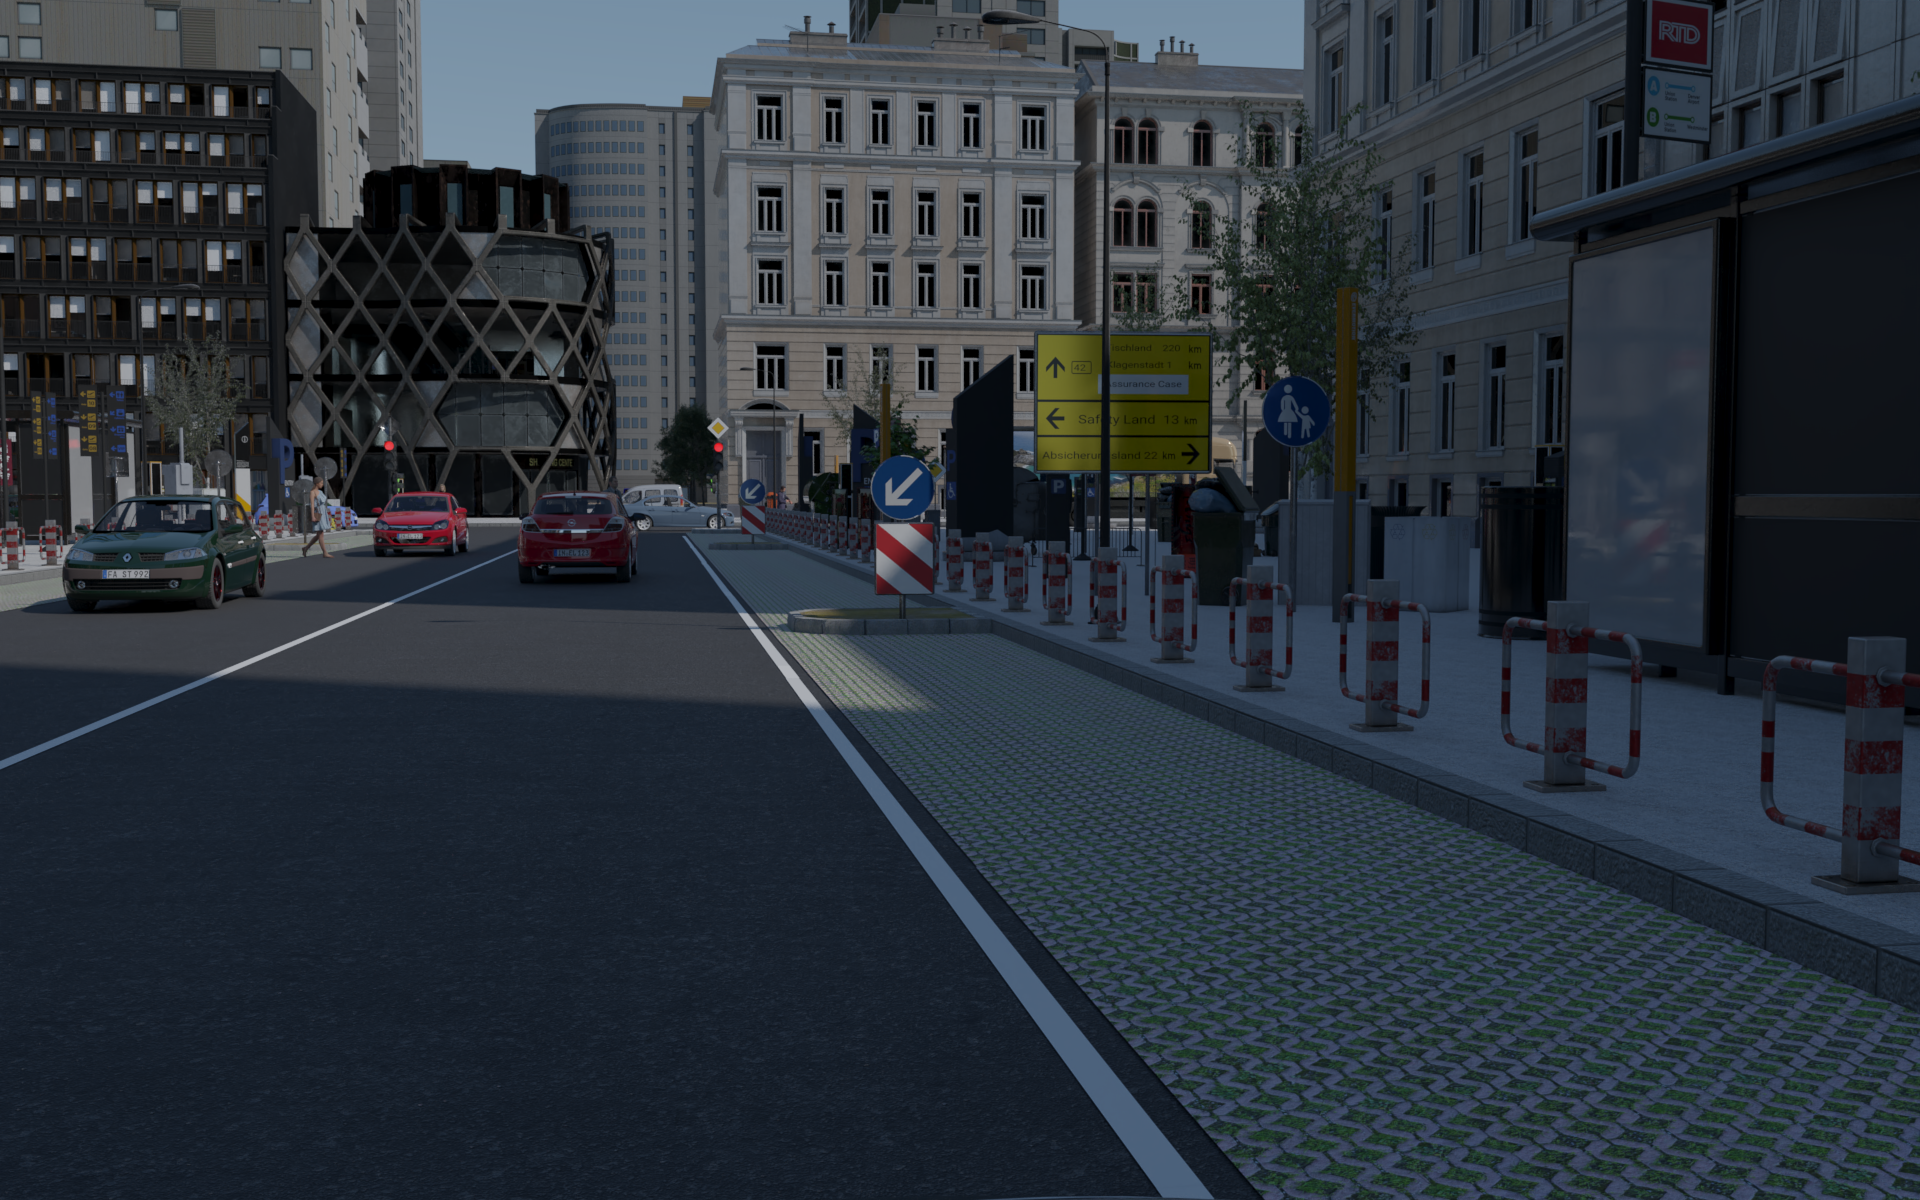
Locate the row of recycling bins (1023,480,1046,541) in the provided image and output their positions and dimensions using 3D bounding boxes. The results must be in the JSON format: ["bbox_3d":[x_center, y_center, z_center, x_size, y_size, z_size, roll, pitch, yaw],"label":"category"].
[{"bbox_3d":[1.444,-2.572,49.164,1.069,1.692,3.534,-2,4,-30],"label":"row of recycling bins"}]

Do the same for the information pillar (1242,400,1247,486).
[{"bbox_3d":[7.133,-3.188,43.482,0.183,3.616,0.504,0,4,5],"label":"information pillar"}]

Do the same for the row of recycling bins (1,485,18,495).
[{"bbox_3d":[-42.785,-4.233,76.317,1.069,1.692,3.534,2,4,24],"label":"row of recycling bins"}]

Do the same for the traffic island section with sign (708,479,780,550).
[{"bbox_3d":[-5.528,-2.224,44.991,1.989,1.847,2.006,-1,4,-10],"label":"traffic island section with sign"}]

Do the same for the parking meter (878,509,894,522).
[{"bbox_3d":[-1.885,-2.334,43.872,0.399,1.863,0.255,-2,4,-23],"label":"parking meter"}]

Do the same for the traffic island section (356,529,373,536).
[{"bbox_3d":[-20.174,-2.396,61.457,2.009,0.180,2.903,-1,4,-10],"label":"traffic island section"}]

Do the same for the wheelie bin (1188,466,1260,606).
[{"bbox_3d":[3.039,-0.742,20.032,0.693,1.594,0.980,2,4,26],"label":"wheelie bin"}]

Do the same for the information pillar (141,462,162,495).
[{"bbox_3d":[-18.363,-2.134,39.382,0.304,2.012,0.304,2,4,25],"label":"information pillar"}]

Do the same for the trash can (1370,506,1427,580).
[{"bbox_3d":[5.216,-0.561,20.819,0.748,1.137,0.748,0,3,0],"label":"trash can"}]

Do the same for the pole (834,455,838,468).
[{"bbox_3d":[-6.511,-5.956,91.229,0.158,3.312,0.155,0,3,0],"label":"pole"}]

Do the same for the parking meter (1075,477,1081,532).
[{"bbox_3d":[3.996,-3.211,58.212,0.255,1.863,0.399,-1,4,-11],"label":"parking meter"}]

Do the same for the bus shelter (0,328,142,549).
[{"bbox_3d":[-23.376,-4.089,44.489,2.179,5.291,8.768,-1,4,-10],"label":"bus shelter"}]

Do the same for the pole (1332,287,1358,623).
[{"bbox_3d":[3.835,-1.431,17.232,0.158,3.312,0.155,0,3,0],"label":"pole"}]

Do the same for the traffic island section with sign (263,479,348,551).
[{"bbox_3d":[-16.817,-2.185,44.356,1.989,1.847,2.006,-1,4,-10],"label":"traffic island section with sign"}]

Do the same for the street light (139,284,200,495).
[{"bbox_3d":[-17.519,-4.027,38.385,1.470,5.913,1.316,-1,4,-10],"label":"street light"}]

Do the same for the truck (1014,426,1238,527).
[{"bbox_3d":[6.764,-5.159,73.269,11.283,4.237,2.839,-1,4,-9],"label":"truck"}]

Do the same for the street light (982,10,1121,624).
[{"bbox_3d":[0.898,-2.712,16.884,1.470,5.913,1.316,-1,4,-10],"label":"street light"}]

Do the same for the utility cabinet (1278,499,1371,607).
[{"bbox_3d":[4.202,-0.540,19.990,1.020,1.237,0.306,1,4,19],"label":"utility cabinet"}]

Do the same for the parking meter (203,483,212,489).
[{"bbox_3d":[-38.316,-5.047,88.230,0.399,1.863,0.255,2,4,32],"label":"parking meter"}]

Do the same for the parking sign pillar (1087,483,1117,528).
[{"bbox_3d":[5.158,-4.679,64.975,1.447,3.967,1.447,2,4,28],"label":"parking sign pillar"}]

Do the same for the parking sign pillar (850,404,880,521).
[{"bbox_3d":[-2.615,-3.861,51.602,1.447,3.967,1.447,1,4,21],"label":"parking sign pillar"}]

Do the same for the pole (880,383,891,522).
[{"bbox_3d":[-1.380,-2.337,32.053,0.158,3.312,0.155,0,3,0],"label":"pole"}]

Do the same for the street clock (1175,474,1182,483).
[{"bbox_3d":[7.988,-3.597,63.379,0.358,2.002,0.471,0,4,-1],"label":"street clock"}]

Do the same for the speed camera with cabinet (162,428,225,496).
[{"bbox_3d":[-23.177,-3.552,52.405,0.660,3.252,2.038,1,4,18],"label":"speed camera with cabinet"}]

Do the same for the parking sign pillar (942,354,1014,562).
[{"bbox_3d":[0.381,-2.740,33.270,1.447,3.967,1.447,-2,4,-32],"label":"parking sign pillar"}]

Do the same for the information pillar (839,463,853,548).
[{"bbox_3d":[-2.704,-2.235,41.037,0.304,2.012,0.304,-1,4,-10],"label":"information pillar"}]

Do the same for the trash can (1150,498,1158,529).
[{"bbox_3d":[7.126,-3.138,62.964,0.748,1.137,0.748,0,3,0],"label":"trash can"}]

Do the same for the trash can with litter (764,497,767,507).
[{"bbox_3d":[-9.677,-4.786,89.633,0.624,1.170,1.055,-3,4,-37],"label":"trash can with litter"}]

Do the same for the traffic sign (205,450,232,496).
[{"bbox_3d":[-21.259,-3.032,49.678,0.768,2.556,0.104,0,4,-5],"label":"traffic sign"}]

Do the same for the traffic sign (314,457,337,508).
[{"bbox_3d":[-21.931,-3.658,59.908,0.768,2.556,0.104,0,4,-7],"label":"traffic sign"}]

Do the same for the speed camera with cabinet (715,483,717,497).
[{"bbox_3d":[-19.471,-9.108,143.253,0.660,3.252,2.038,-3,4,-38],"label":"speed camera with cabinet"}]

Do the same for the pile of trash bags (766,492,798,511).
[{"bbox_3d":[-8.122,-4.766,87.669,3.447,1.369,1.912,-1,4,-18],"label":"pile of trash bags"}]

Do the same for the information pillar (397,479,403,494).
[{"bbox_3d":[-27.165,-4.862,83.981,0.304,2.012,0.304,-2,4,-28],"label":"information pillar"}]

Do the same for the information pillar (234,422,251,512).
[{"bbox_3d":[-23.415,-3.988,56.554,0.183,3.616,0.504,3,5,39],"label":"information pillar"}]

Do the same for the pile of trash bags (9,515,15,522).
[{"bbox_3d":[-28.779,-2.428,49.455,3.447,1.369,1.912,-1,4,-18],"label":"pile of trash bags"}]

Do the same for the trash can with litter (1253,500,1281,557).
[{"bbox_3d":[6.276,-1.473,35.470,1.055,1.170,0.624,-1,4,-17],"label":"trash can with litter"}]

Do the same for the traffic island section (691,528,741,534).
[{"bbox_3d":[-8.809,-2.519,63.466,2.009,0.180,2.903,-1,4,-10],"label":"traffic island section"}]

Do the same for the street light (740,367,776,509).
[{"bbox_3d":[-7.353,-5.566,63.552,1.470,5.913,1.316,-1,4,-10],"label":"street light"}]

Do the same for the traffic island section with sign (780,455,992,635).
[{"bbox_3d":[-0.817,-0.601,18.449,1.989,1.847,2.006,-1,4,-10],"label":"traffic island section with sign"}]

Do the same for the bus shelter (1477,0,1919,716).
[{"bbox_3d":[5.557,-2.071,11.500,2.179,5.291,8.768,-1,4,-10],"label":"bus shelter"}]

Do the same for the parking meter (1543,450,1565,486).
[{"bbox_3d":[7.934,-1.054,22.938,0.399,1.863,0.255,-2,4,-27],"label":"parking meter"}]

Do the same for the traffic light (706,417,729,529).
[{"bbox_3d":[-8.851,-4.552,63.345,0.839,4.253,0.868,-1,4,-10],"label":"traffic light"}]

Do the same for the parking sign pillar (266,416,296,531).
[{"bbox_3d":[-23.841,-4.426,60.835,1.447,3.967,1.447,0,4,3],"label":"parking sign pillar"}]

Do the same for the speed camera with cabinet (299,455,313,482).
[{"bbox_3d":[-32.424,-5.614,86.128,0.660,3.252,2.038,-2,4,-26],"label":"speed camera with cabinet"}]

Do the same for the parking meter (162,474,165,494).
[{"bbox_3d":[-20.352,-2.334,43.878,0.399,1.863,0.255,2,4,28],"label":"parking meter"}]

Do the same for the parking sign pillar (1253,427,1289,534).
[{"bbox_3d":[10.149,-4.164,56.558,1.447,3.967,1.447,-2,4,-32],"label":"parking sign pillar"}]

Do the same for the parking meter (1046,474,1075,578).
[{"bbox_3d":[1.510,-1.264,26.383,0.399,1.863,0.255,0,4,2],"label":"parking meter"}]

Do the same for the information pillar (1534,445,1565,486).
[{"bbox_3d":[8.817,-1.313,25.963,0.304,2.012,0.304,-2,4,-27],"label":"information pillar"}]

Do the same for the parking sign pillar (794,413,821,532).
[{"bbox_3d":[-5.255,-4.293,58.657,1.447,3.967,1.447,-1,4,-8],"label":"parking sign pillar"}]

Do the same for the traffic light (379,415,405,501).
[{"bbox_3d":[-20.133,-4.429,61.330,0.839,4.253,0.868,-1,4,-10],"label":"traffic light"}]
